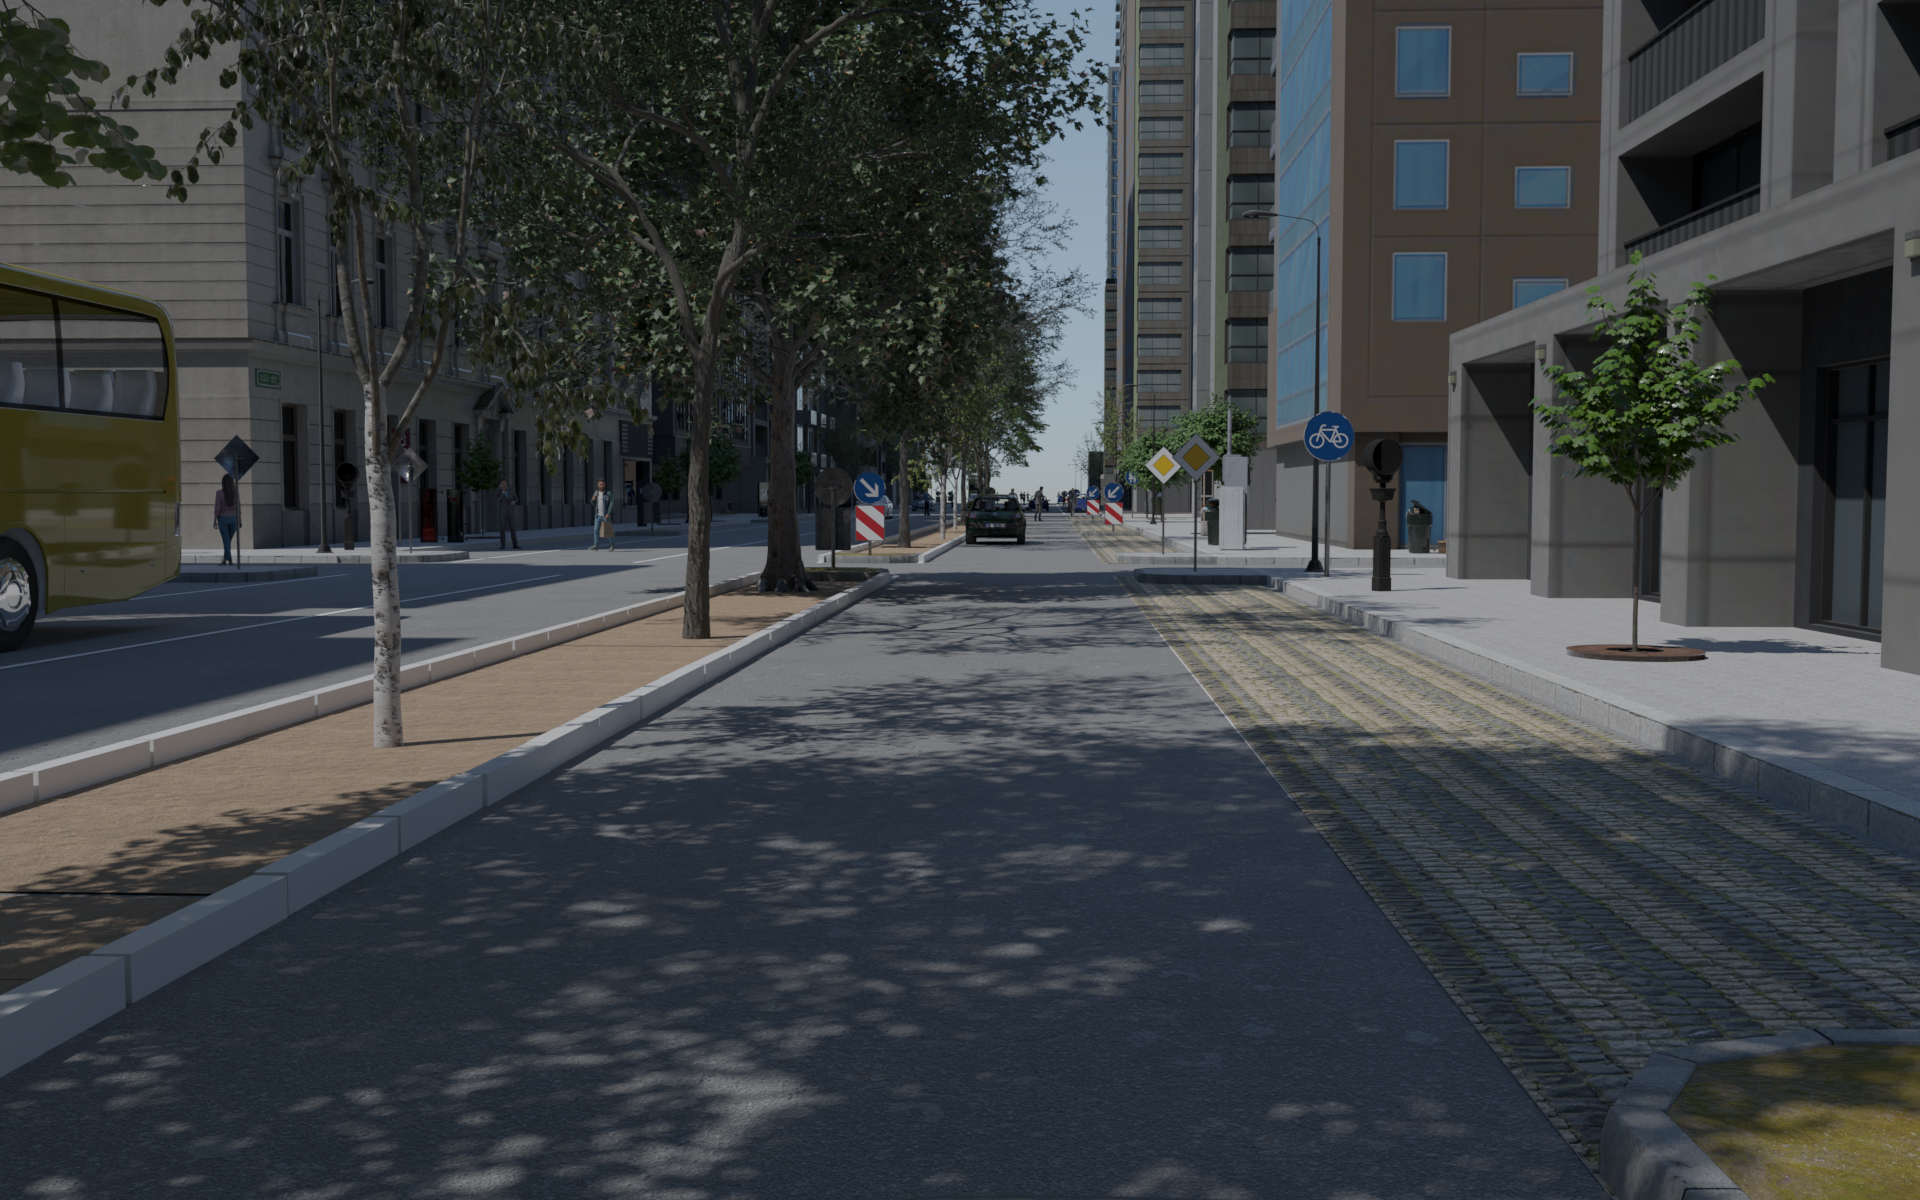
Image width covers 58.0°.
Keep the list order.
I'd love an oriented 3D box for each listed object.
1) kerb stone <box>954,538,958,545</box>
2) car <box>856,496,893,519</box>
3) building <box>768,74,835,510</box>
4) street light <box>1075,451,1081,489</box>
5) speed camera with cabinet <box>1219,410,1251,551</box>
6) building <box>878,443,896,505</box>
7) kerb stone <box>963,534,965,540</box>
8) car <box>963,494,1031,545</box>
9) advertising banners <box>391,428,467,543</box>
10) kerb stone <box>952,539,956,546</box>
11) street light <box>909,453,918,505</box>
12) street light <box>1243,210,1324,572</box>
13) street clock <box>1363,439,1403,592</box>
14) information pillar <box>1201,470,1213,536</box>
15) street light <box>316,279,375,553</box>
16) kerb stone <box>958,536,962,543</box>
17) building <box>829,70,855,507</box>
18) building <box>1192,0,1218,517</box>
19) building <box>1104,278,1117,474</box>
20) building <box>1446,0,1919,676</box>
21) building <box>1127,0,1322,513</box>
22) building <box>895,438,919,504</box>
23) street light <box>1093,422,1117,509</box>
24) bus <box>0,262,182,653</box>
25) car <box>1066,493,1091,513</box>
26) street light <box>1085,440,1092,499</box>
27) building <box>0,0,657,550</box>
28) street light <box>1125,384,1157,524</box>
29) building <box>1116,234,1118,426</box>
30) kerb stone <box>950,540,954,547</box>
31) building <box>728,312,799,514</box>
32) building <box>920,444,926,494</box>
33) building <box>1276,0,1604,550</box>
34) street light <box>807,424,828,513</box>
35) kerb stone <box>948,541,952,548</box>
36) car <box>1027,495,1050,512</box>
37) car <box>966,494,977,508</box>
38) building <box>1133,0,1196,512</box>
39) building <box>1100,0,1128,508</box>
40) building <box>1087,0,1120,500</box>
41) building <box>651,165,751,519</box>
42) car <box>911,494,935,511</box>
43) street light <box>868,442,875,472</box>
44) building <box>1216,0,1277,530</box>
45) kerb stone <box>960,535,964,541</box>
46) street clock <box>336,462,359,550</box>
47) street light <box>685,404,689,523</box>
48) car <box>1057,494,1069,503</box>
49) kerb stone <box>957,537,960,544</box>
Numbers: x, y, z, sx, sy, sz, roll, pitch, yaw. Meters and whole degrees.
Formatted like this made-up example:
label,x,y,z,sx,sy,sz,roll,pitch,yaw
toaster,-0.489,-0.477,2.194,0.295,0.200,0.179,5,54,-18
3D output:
label,x,y,z,sx,sy,sz,roll,pitch,yaw
kerb stone,-0.207,-1.570,47.879,0.120,0.150,1.000,0,4,3
car,-4.917,-5.355,99.918,2.083,1.381,4.827,0,4,3
building,-22.905,-32.418,149.638,23.786,49.044,30.456,0,4,3
street light,13.376,-13.162,187.740,1.470,5.913,1.316,0,4,3
speed camera with cabinet,6.390,-2.805,40.195,0.660,3.252,2.038,1,4,13
building,-15.200,-26.524,205.364,14.160,30.474,14.107,0,4,3
kerb stone,-0.011,-1.821,51.983,0.120,0.150,1.000,0,4,3
car,1.060,-2.488,50.469,2.009,1.686,4.222,0,4,2
advertising banners,-14.044,-3.035,45.808,2.074,3.025,0.090,1,4,10
kerb stone,-0.270,-1.508,46.859,0.120,0.150,1.000,0,4,3
street light,-5.176,-13.716,196.803,1.470,5.913,1.316,0,4,3
street light,5.324,-3.422,28.486,1.470,5.913,1.316,0,4,3
street clock,5.568,-1.117,22.828,0.471,2.002,0.358,-1,4,-18
information pillar,7.557,-2.967,52.998,0.304,2.012,0.304,0,4,-8
street light,-13.291,-3.972,37.485,1.470,5.913,1.316,0,4,3
kerb stone,-0.109,-1.695,49.929,0.120,0.150,1.000,0,4,3
building,-19.993,-33.750,175.518,21.300,48.544,21.600,0,4,3
building,23.647,-33.869,95.754,21.231,58.520,28.212,0,4,3
building,26.222,-28.129,231.616,14.160,30.474,14.107,0,4,3
building,17.184,-35.204,13.843,20.563,71.187,20.611,0,4,3
building,20.855,-30.111,142.418,14.600,45.320,14.200,0,4,3
building,-16.844,-41.859,226.390,21.231,58.520,28.212,0,4,3
street light,9.497,-8.481,111.198,1.470,5.913,1.316,0,4,3
bus,-9.822,-1.300,12.794,2.896,3.916,12.252,0,4,1
car,9.121,-7.547,132.979,1.945,1.707,3.694,0,4,3
street light,11.563,-10.840,149.779,1.470,5.913,1.316,0,4,3
building,-23.127,-17.398,60.879,17.030,29.872,44.131,0,4,3
street light,7.650,-6.159,73.239,1.470,5.913,1.316,0,4,3
building,23.310,-32.252,177.432,14.600,45.320,14.200,0,4,3
kerb stone,-0.317,-1.444,45.835,0.120,0.150,1.000,0,4,3
building,-22.373,-41.846,122.441,20.563,71.187,20.611,0,4,3
building,-16.347,-38.401,251.560,21.300,48.544,21.600,0,4,3
building,16.089,-24.134,44.709,14.200,45.320,14.600,0,4,3
street light,-9.449,-8.691,114.639,1.470,5.913,1.316,0,4,3
kerb stone,-0.367,-1.383,44.814,0.120,0.150,1.000,0,4,3
car,6.527,-8.013,143.585,1.945,1.354,3.894,0,4,3
car,1.619,-10.085,175.111,2.015,1.641,3.980,0,4,3
building,19.910,-27.205,128.403,14.154,41.232,14.086,0,4,3
building,27.913,-47.353,212.470,20.563,71.187,20.611,0,4,3
building,30.307,-57.495,252.714,22.319,86.520,31.000,0,4,3
building,-20.477,-18.452,95.196,14.314,27.812,24.014,0,4,3
car,-3.057,-8.123,144.811,2.014,1.417,4.499,0,4,3
street light,-7.499,-11.012,152.593,1.470,5.913,1.316,0,4,3
building,16.867,-18.092,67.509,14.160,30.474,14.107,0,4,3
kerb stone,-0.054,-1.752,50.957,0.120,0.150,1.000,0,4,3
street clock,-13.985,-2.143,39.603,0.471,2.002,0.358,0,4,-8
street light,-11.397,-6.325,75.963,1.470,5.913,1.316,0,4,3
car,15.078,-14.901,253.218,1.945,1.707,3.694,0,4,2
kerb stone,-0.164,-1.633,48.900,0.120,0.150,1.000,0,4,3
